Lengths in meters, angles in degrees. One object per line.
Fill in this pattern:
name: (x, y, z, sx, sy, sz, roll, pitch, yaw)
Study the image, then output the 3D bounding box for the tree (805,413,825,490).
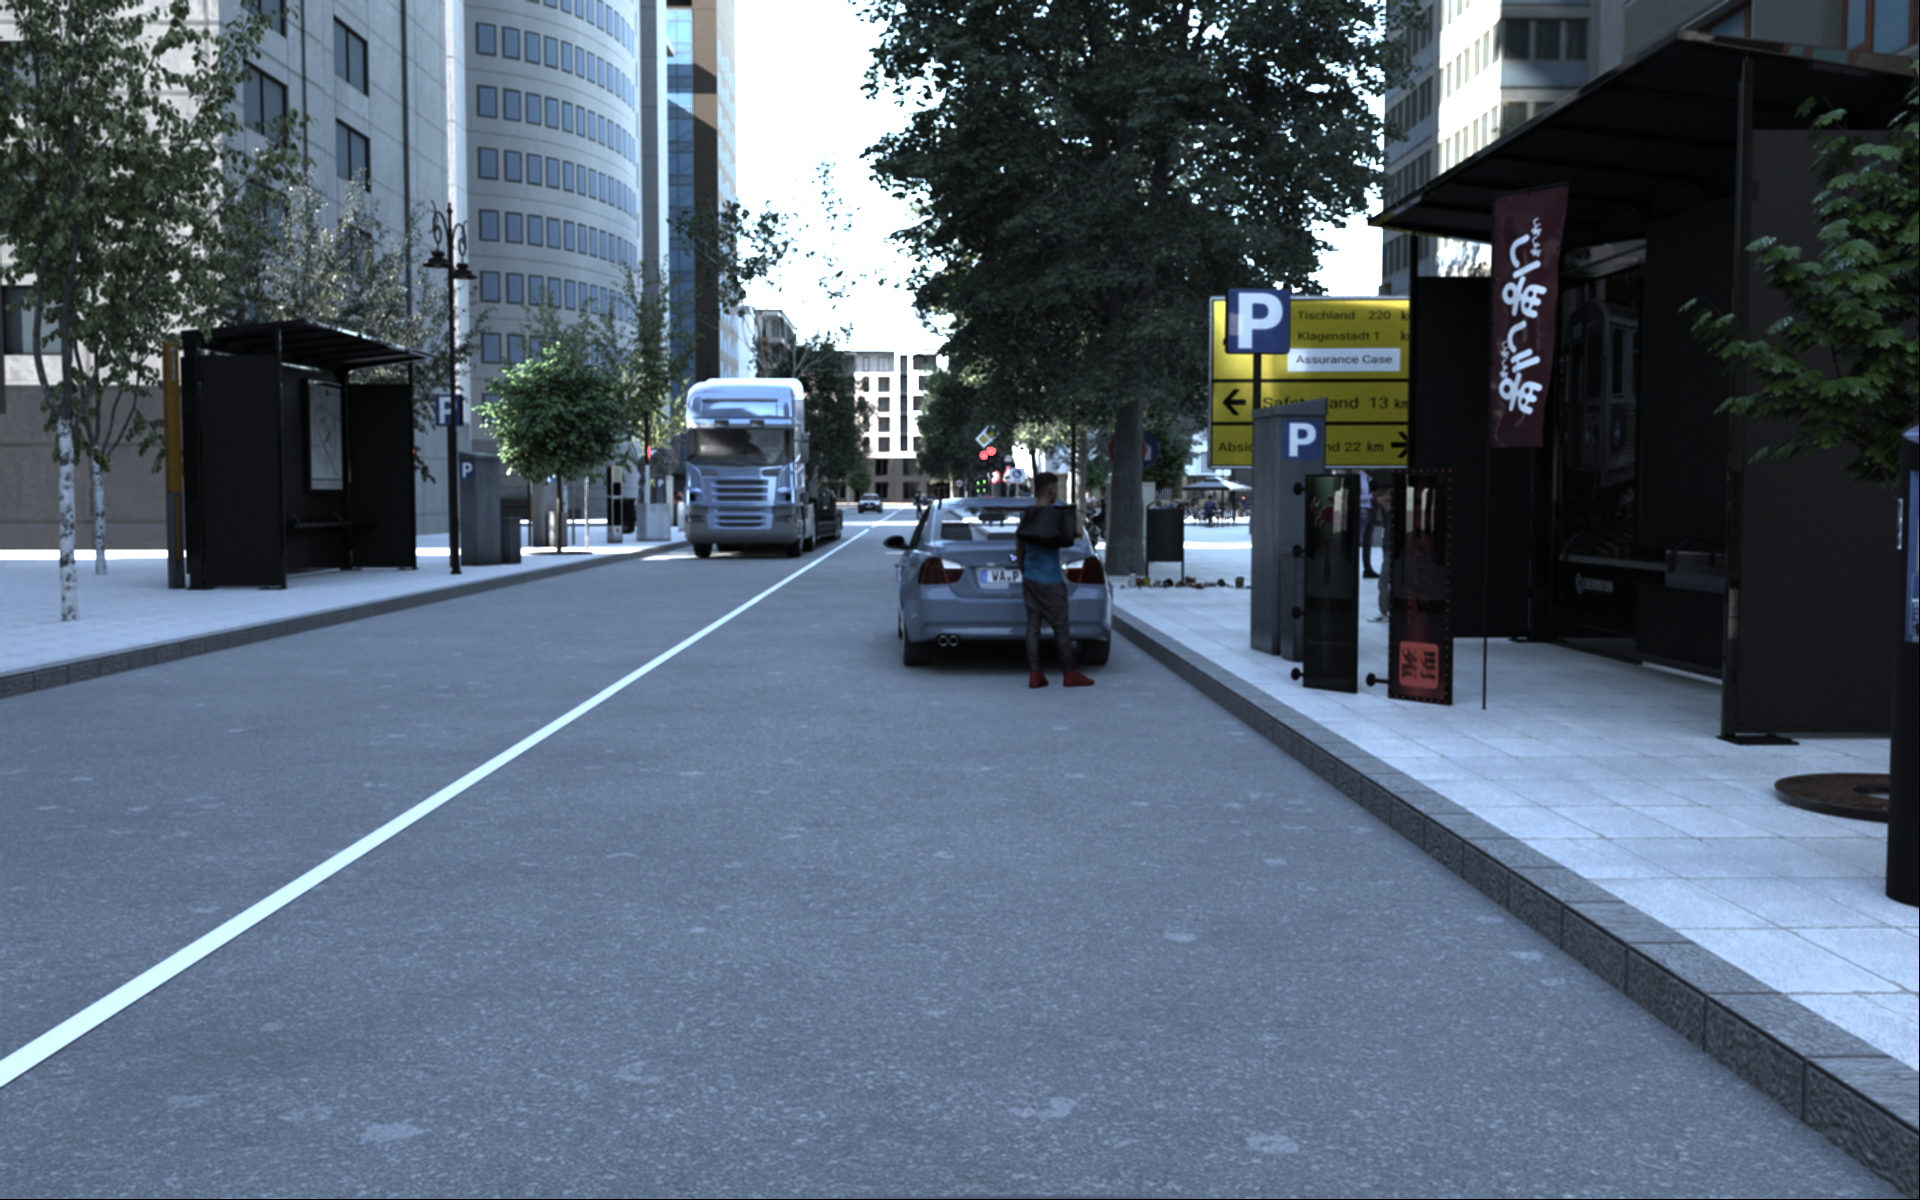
tree: (-11.069, -11.047, 130.986, 4.737, 8.622, 4.395, 0, 3, 0)

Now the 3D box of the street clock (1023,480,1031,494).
street clock: (3.431, -5.153, 88.829, 0.358, 2.002, 0.471, 2, 4, 33)

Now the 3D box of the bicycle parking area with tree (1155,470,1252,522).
bicycle parking area with tree: (13.171, -5.931, 83.975, 9.016, 4.147, 8.231, 1, 4, 16)

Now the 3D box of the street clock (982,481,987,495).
street clock: (1.357, -5.668, 97.244, 0.358, 2.002, 0.471, -2, 4, -29)

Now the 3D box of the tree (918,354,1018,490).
tree: (0.863, -12.063, 122.980, 9.928, 11.665, 9.643, 0, 3, 0)

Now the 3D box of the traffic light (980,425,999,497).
traffic light: (1.196, -4.850, 68.215, 0.839, 4.253, 0.868, 0, 4, -1)

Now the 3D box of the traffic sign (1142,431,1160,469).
traffic sign: (3.622, -2.121, 34.784, 0.768, 2.556, 0.104, 0, 4, 4)

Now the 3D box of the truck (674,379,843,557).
truck: (-4.888, -3.459, 46.314, 2.967, 4.110, 18.799, 0, 4, -1)

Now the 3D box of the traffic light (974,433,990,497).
traffic light: (1.034, -5.338, 76.198, 0.839, 4.253, 0.868, 0, 4, -1)

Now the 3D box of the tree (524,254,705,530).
tree: (-9.793, -6.256, 52.648, 4.737, 8.622, 4.395, 0, 3, 0)

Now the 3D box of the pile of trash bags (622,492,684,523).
pile of trash bags: (-13.667, -4.089, 76.608, 3.447, 1.369, 1.912, 2, 4, 25)

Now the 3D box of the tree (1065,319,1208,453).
tree: (10.712, -11.871, 104.460, 12.009, 13.543, 11.850, 0, 3, 0)

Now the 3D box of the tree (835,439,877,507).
tree: (-11.196, -13.702, 174.391, 4.360, 8.622, 3.978, 0, 3, 0)

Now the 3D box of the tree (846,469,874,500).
tree: (-11.567, -13.309, 201.310, 4.285, 4.588, 4.351, 0, 3, 0)

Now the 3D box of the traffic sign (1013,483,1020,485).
traffic sign: (3.019, -5.654, 92.555, 0.768, 2.556, 0.104, 0, 3, 0)

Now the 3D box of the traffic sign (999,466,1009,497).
traffic sign: (2.216, -4.871, 79.648, 0.884, 2.594, 0.081, 0, 4, 4)

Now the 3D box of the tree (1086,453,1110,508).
tree: (10.162, -9.244, 134.857, 4.285, 4.588, 4.351, 0, 3, 0)

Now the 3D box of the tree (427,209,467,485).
tree: (-13.948, -5.411, 38.832, 4.360, 8.622, 3.978, 0, 3, 0)

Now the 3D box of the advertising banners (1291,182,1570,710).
advertising banners: (2.825, -0.884, 10.638, 0.090, 3.025, 2.074, -2, 4, -34)

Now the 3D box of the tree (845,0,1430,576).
tree: (2.583, -7.368, 27.130, 9.857, 13.997, 8.962, 0, 3, 0)

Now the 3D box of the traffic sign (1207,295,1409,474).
traffic sign: (3.683, -1.466, 17.839, 2.265, 3.308, 0.079, 0, 4, 3)

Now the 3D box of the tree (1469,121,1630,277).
tree: (11.378, -5.040, 32.766, 4.360, 8.622, 3.978, 0, 3, 0)

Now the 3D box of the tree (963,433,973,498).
tree: (0.658, -12.164, 149.246, 4.737, 8.622, 4.395, 0, 3, 0)

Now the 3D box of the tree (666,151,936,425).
tree: (-9.535, -14.677, 95.866, 12.611, 20.169, 13.585, 0, 3, 0)

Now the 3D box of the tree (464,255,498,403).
tree: (-13.951, -5.672, 43.102, 4.360, 8.622, 3.978, 0, 3, 0)

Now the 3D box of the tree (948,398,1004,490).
tree: (1.684, -10.121, 115.835, 4.360, 8.622, 3.978, 0, 3, 0)

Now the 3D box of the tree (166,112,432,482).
tree: (-13.579, -5.119, 34.057, 4.360, 8.622, 3.978, 0, 3, 0)

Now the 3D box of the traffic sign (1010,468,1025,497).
traffic sign: (2.215, -3.975, 67.118, 0.606, 2.300, 0.079, 0, 4, 5)

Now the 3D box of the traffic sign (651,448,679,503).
traffic sign: (-8.150, -2.922, 47.876, 0.768, 2.556, 0.104, 0, 4, 2)

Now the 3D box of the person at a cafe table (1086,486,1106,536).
person at a cafe table: (4.154, -2.772, 53.836, 1.622, 1.524, 1.698, -1, 4, -16)

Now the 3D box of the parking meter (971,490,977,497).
parking meter: (0.884, -6.185, 109.528, 0.372, 1.533, 0.369, 0, 3, 0)

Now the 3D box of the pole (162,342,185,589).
pole: (-10.633, -1.809, 23.414, 0.158, 3.312, 0.155, 0, 3, 0)

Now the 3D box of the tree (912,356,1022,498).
tree: (0.799, -13.315, 134.714, 9.611, 12.733, 9.660, 0, 3, 0)

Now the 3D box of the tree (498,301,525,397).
tree: (-13.917, -6.739, 60.538, 4.737, 8.622, 4.395, 0, 3, 0)

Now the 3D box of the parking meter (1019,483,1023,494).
parking meter: (3.362, -5.364, 93.411, 0.255, 1.863, 0.399, 3, 4, 36)

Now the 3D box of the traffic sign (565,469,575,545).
traffic sign: (-9.714, -2.658, 43.462, 0.884, 2.594, 0.081, 0, 4, 3)

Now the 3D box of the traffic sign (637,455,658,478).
traffic sign: (-9.989, -3.397, 55.642, 0.768, 2.556, 0.104, 0, 4, -1)

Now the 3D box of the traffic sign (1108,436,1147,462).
traffic sign: (3.327, -2.105, 34.517, 0.768, 2.556, 0.104, 0, 4, 1)

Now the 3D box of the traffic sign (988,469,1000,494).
traffic sign: (1.597, -5.283, 86.483, 0.768, 2.556, 0.104, 0, 4, 0)

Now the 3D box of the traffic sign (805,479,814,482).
traffic sign: (-12.028, -8.457, 138.374, 0.768, 2.556, 0.104, 0, 4, 3)

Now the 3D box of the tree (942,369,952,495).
tree: (0.160, -22.777, 228.287, 12.611, 20.169, 13.585, 0, 3, 0)

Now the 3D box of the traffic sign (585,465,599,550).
traffic sign: (-8.511, -2.408, 39.470, 0.768, 2.556, 0.104, 1, 4, 8)

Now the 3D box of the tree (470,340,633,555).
tree: (-8.705, -3.266, 37.113, 4.285, 4.588, 4.351, 0, 3, 0)

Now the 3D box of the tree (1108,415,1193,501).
tree: (4.314, -2.624, 37.504, 1.663, 3.219, 1.824, 0, 3, 0)

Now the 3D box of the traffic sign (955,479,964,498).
traffic sign: (-0.070, -8.779, 143.645, 0.768, 2.556, 0.104, 0, 4, 1)

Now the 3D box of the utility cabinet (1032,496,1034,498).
utility cabinet: (3.291, -3.950, 75.742, 1.020, 1.237, 0.306, -1, 4, -21)

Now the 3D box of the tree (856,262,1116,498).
tree: (2.370, -7.513, 57.247, 7.601, 10.594, 8.767, 3, 4, 36)

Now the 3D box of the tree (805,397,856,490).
tree: (-11.539, -13.448, 154.279, 8.767, 10.594, 7.601, -2, 4, -29)

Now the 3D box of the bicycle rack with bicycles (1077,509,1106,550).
bicycle rack with bicycles: (3.410, -1.676, 40.792, 2.852, 0.926, 2.925, -2, 4, -29)

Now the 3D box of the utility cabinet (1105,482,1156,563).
utility cabinet: (3.098, -1.399, 31.551, 0.318, 1.500, 1.173, 3, 5, 40)

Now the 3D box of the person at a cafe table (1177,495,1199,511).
person at a cafe table: (17.387, -7.302, 130.253, 1.698, 1.238, 1.726, 3, 4, 38)

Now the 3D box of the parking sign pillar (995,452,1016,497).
parking sign pillar: (2.754, -7.158, 105.503, 1.447, 3.967, 1.447, 0, 4, 7)

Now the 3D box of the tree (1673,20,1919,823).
tree: (3.795, -0.763, 7.069, 1.663, 3.219, 1.824, 0, 3, 0)

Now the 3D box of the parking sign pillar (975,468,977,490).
parking sign pillar: (1.615, -9.505, 143.877, 1.447, 3.967, 1.447, 2, 4, 25)

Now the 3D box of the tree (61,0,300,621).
tree: (-8.850, -4.104, 17.461, 4.737, 8.622, 4.395, 0, 3, 0)

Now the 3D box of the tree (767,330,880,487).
tree: (-10.393, -12.467, 120.841, 9.611, 12.733, 9.660, 0, 3, 0)
